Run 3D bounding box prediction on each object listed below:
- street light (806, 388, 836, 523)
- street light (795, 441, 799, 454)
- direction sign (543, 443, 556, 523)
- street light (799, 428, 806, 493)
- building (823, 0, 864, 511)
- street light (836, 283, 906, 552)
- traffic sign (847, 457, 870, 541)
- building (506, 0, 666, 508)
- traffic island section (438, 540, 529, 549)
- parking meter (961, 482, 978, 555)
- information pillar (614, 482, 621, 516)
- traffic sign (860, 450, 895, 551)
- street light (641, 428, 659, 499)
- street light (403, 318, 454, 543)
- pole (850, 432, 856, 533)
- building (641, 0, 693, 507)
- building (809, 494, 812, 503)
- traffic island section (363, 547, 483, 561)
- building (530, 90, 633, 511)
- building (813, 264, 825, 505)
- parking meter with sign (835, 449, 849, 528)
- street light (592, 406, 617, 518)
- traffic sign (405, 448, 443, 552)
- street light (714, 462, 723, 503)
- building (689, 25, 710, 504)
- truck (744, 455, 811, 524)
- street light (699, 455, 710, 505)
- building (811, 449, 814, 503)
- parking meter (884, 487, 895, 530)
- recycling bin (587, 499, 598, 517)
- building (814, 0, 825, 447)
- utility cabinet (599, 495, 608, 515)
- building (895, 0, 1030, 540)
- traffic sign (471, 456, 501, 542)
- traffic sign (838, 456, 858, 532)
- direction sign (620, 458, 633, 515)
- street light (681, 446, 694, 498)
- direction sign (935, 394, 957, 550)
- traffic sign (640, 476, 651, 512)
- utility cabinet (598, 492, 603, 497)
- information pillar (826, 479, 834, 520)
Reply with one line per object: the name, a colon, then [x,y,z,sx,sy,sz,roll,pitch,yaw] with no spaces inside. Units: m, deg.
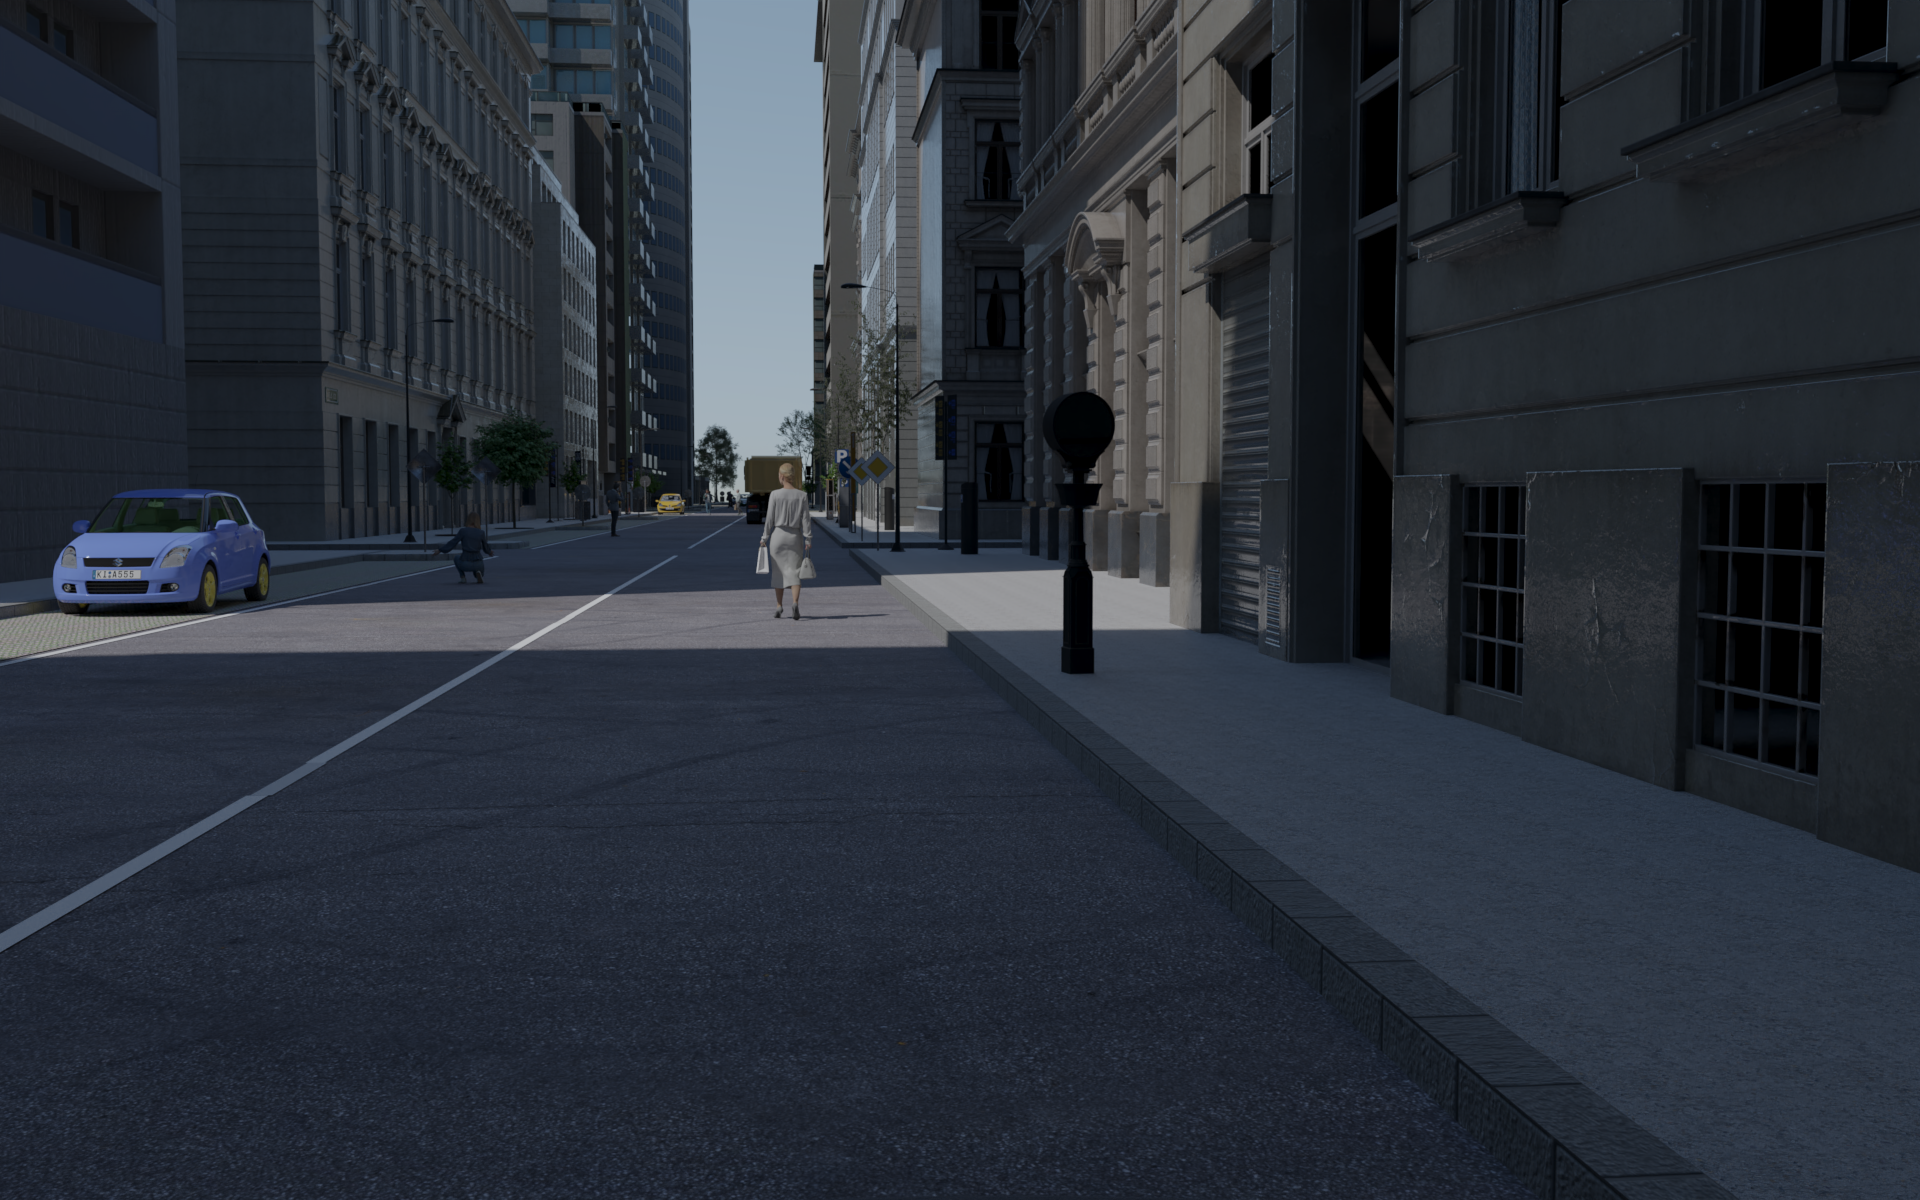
street light: [-5.878,-6.331,76.058,1.470,5.913,1.316,0,4,-6]
street light: [-13.493,-10.968,151.869,1.470,5.913,1.316,0,4,-6]
direction sign: [-18.354,-5.226,77.442,0.379,3.537,0.876,1,4,23]
street light: [-10.307,-9.098,121.299,1.470,5.913,1.316,0,4,-6]
building: [-0.365,-31.794,143.531,21.300,48.544,21.600,0,4,-6]
street light: [-1.926,-4.023,38.323,1.470,5.913,1.316,0,4,-6]
traffic sign: [-2.671,-2.659,47.118,0.795,2.450,0.064,0,4,-6]
building: [-38.114,-32.378,148.983,23.786,49.044,30.456,0,4,-6]
traffic island section: [-12.639,-1.462,46.189,2.009,0.180,2.903,0,4,-6]
parking meter: [0.203,-1.741,36.883,0.372,1.533,0.369,0,3,0]
information pillar: [-20.135,-5.955,101.857,0.304,2.012,0.304,2,4,27]
traffic sign: [-1.861,-2.173,39.174,0.795,2.450,0.064,0,4,-6]
street light: [-21.880,-9.139,121.958,1.470,5.913,1.316,0,4,-6]
street light: [-14.045,-4.481,45.802,1.470,5.913,1.316,0,4,-6]
pole: [-3.507,-3.854,56.848,0.158,3.312,0.155,0,3,0]
building: [-39.033,-38.916,178.280,21.231,58.520,28.212,0,4,-6]
building: [-7.807,-35.325,269.451,32.217,40.220,23.993,0,4,-6]
traffic island section: [-11.829,-0.976,38.245,2.009,0.180,2.903,0,4,-6]
building: [-31.981,-21.756,127.419,14.160,30.474,14.107,0,4,-6]
building: [-11.519,-27.347,218.825,14.160,30.474,14.107,0,4,-6]
parking meter with sign: [-4.490,-4.301,66.580,0.543,3.016,1.738,0,4,-7]
street light: [-18.700,-7.246,91.021,1.470,5.913,1.316,0,4,-6]
traffic sign: [-11.806,-2.113,38.185,0.795,2.450,0.064,0,4,-6]
street light: [-34.892,-16.964,249.902,1.470,5.913,1.316,0,4,-6]
building: [-48.030,-50.109,257.531,20.563,71.187,20.611,0,4,-6]
truck: [-9.150,-5.497,85.800,3.469,3.379,9.791,0,4,-4]
street light: [-30.223,-14.198,204.685,1.470,5.913,1.316,0,4,-6]
building: [-9.367,-56.735,240.293,22.319,86.520,31.000,0,4,-6]
parking meter: [-2.492,-3.231,61.245,0.372,1.533,0.369,0,3,0]
recycling bin: [-20.744,-5.170,97.081,0.722,1.027,0.722,-3,4,-38]
building: [-0.746,-36.350,183.563,28.713,52.752,27.495,0,4,-6]
utility cabinet: [-21.645,-5.744,105.079,0.306,1.237,1.020,-2,4,-26]
building: [7.954,-11.561,53.648,19.286,19.102,10.561,0,4,-6]
traffic sign: [-12.616,-2.599,46.129,0.795,2.450,0.064,0,4,-6]
traffic sign: [-3.712,-3.560,58.311,0.768,2.556,0.104,0,4,-1]
direction sign: [-20.717,-7.069,107.580,0.876,3.537,0.379,-3,4,-37]
street light: [-26.391,-11.918,167.407,1.470,5.913,1.316,0,4,-6]
direction sign: [-0.323,-2.920,39.739,0.379,3.537,0.876,-2,4,-33]
traffic sign: [-21.901,-7.365,120.520,0.768,2.556,0.104,0,4,1]
utility cabinet: [-23.057,-6.133,108.951,1.173,1.500,0.318,-1,4,-20]
information pillar: [-6.506,-5.024,86.638,0.304,2.012,0.304,-1,4,-22]
